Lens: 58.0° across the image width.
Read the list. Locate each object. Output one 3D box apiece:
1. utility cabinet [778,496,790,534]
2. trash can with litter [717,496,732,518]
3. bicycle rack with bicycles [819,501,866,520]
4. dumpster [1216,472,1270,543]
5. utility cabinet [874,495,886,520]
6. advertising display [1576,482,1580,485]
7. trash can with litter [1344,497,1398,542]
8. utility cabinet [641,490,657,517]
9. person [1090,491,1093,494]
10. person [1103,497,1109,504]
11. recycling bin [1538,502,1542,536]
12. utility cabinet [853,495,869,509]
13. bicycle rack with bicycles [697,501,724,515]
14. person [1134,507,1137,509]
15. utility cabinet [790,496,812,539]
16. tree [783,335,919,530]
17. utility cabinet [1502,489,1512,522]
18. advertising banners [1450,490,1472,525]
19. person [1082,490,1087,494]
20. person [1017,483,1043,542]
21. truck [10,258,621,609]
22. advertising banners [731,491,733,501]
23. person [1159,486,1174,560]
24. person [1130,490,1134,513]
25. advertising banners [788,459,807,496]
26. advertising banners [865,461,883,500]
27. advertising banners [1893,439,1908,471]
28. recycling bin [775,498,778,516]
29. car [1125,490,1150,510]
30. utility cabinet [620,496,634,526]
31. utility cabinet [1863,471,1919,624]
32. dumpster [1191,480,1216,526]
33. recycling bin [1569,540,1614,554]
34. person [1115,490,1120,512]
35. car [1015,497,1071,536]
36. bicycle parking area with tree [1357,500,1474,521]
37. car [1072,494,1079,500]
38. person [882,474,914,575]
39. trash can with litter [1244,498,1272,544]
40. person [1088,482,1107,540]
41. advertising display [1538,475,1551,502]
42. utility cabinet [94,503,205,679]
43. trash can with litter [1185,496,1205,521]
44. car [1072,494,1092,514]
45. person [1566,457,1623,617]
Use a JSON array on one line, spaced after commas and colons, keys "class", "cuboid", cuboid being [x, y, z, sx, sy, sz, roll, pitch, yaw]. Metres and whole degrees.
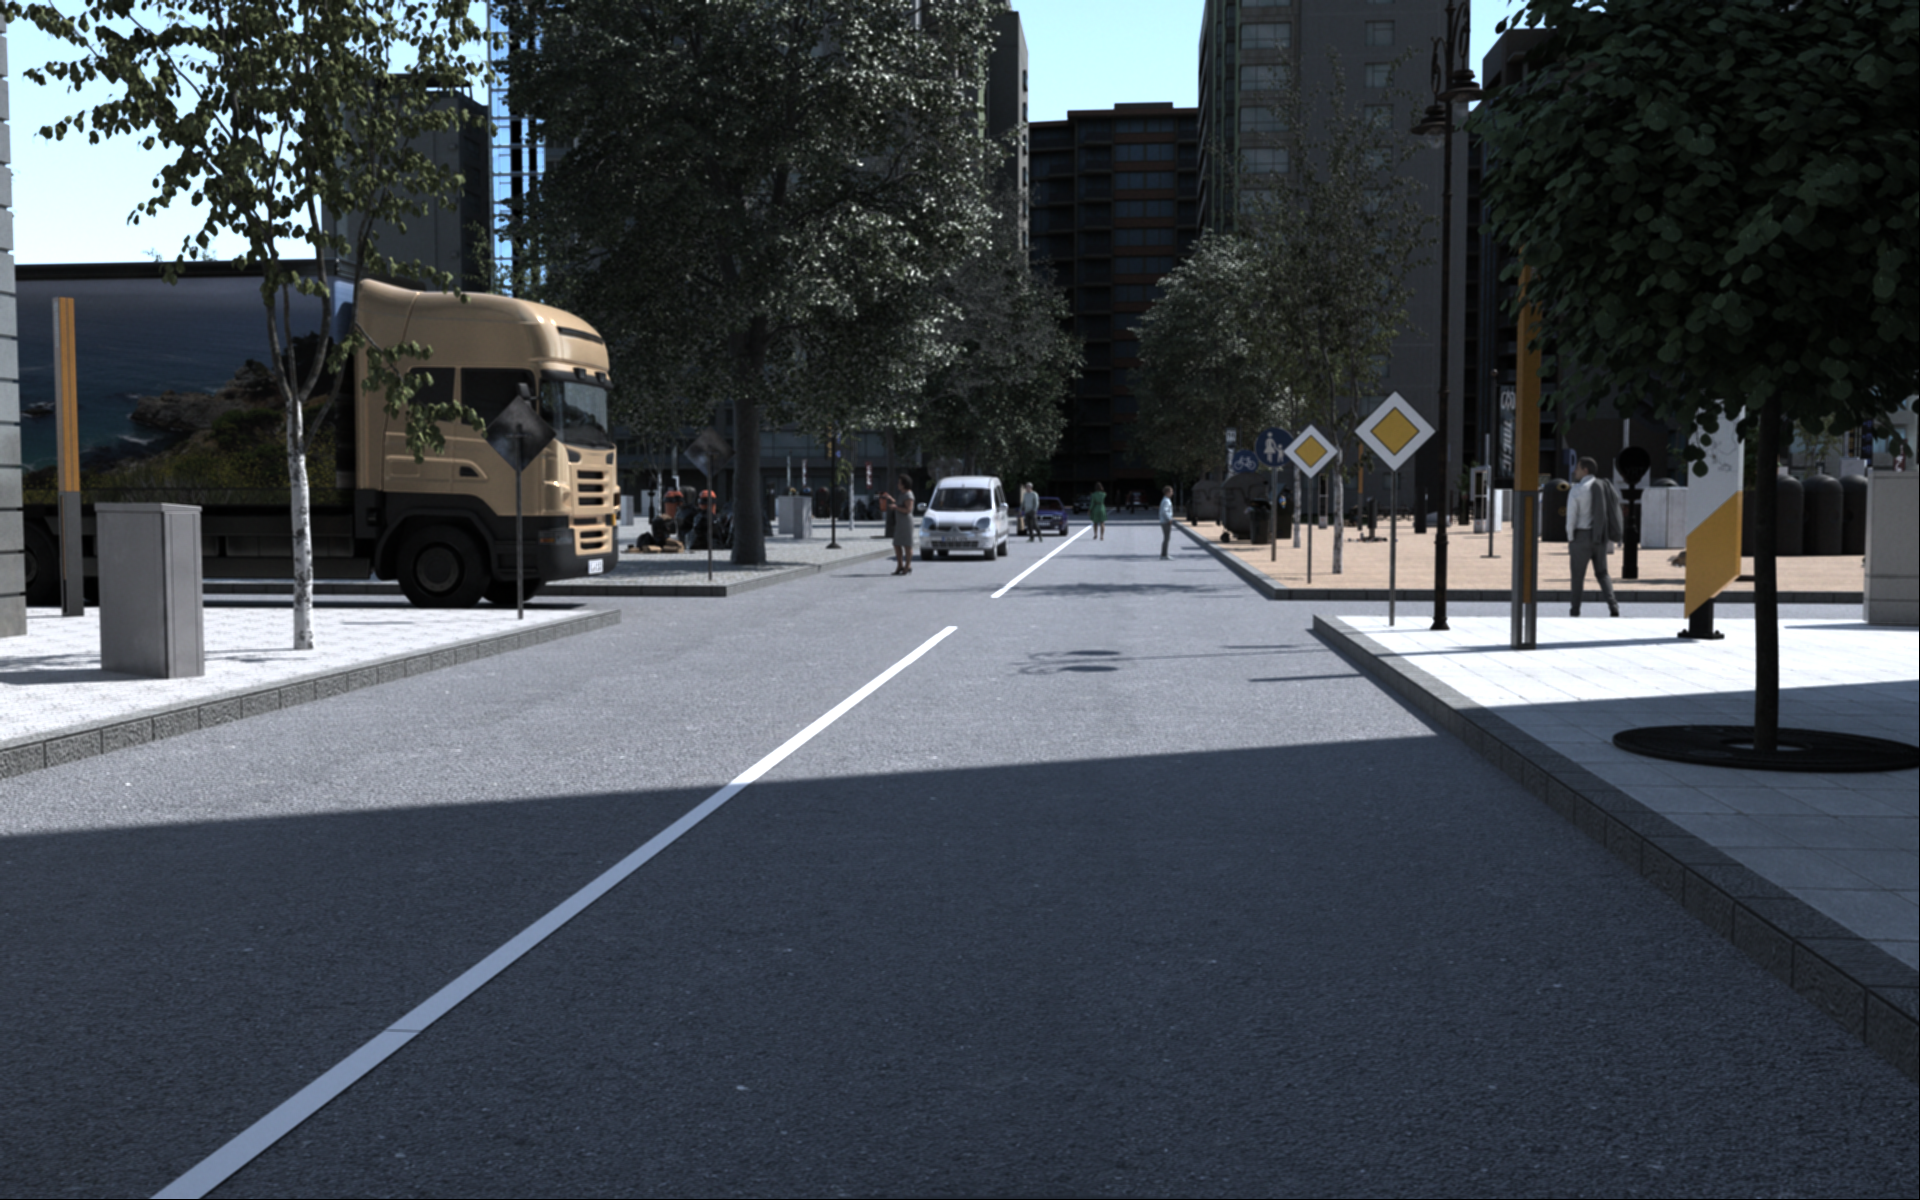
[{"class": "utility cabinet", "cuboid": [-5.370, -2.705, 55.395, 1.020, 1.237, 0.306, 3, 5, 42]}, {"class": "trash can with litter", "cuboid": [-12.458, -5.043, 93.505, 2.233, 1.210, 1.678, 2, 4, 25]}, {"class": "bicycle rack with bicycles", "cuboid": [-6.047, -4.562, 87.968, 2.852, 0.926, 2.925, 0, 4, 0]}, {"class": "dumpster", "cuboid": [7.574, -2.466, 46.082, 1.264, 1.857, 1.865, 0, 4, 6]}, {"class": "utility cabinet", "cuboid": [-3.760, -4.601, 86.390, 1.020, 1.237, 0.306, 0, 4, 4]}, {"class": "advertising display", "cuboid": [33.806, -5.495, 95.063, 0.974, 1.923, 0.123, 2, 4, 34]}, {"class": "trash can with litter", "cuboid": [10.998, -2.193, 46.906, 1.678, 1.210, 2.233, 1, 4, 22]}, {"class": "utility cabinet", "cuboid": [-17.205, -5.382, 96.668, 1.173, 1.500, 0.318, 2, 4, 24]}, {"class": "person", "cuboid": [12.810, -9.836, 170.113, 0.721, 1.735, 1.217, 2, 4, 25]}, {"class": "person", "cuboid": [12.534, -8.587, 152.156, 1.065, 1.426, 0.557, 0, 4, -6]}, {"class": "recycling bin", "cuboid": [17.930, -2.525, 53.830, 0.722, 1.027, 0.722, 3, 5, 43]}, {"class": "utility cabinet", "cuboid": [-5.603, -5.232, 96.711, 1.020, 1.237, 0.306, 2, 4, 28]}, {"class": "bicycle rack with bicycles", "cuboid": [-13.720, -5.070, 96.275, 2.925, 0.926, 2.852, 2, 4, 29]}, {"class": "person", "cuboid": [16.735, -9.540, 165.214, 1.217, 1.736, 0.721, 1, 4, 10]}, {"class": "utility cabinet", "cuboid": [-4.526, -2.372, 49.949, 0.306, 1.237, 1.020, 1, 4, 10]}, {"class": "tree", "cuboid": [-4.077, -6.766, 60.986, 4.737, 8.622, 4.395, 0, 3, 0]}, {"class": "utility cabinet", "cuboid": [24.916, -4.348, 79.771, 0.318, 1.500, 1.173, -2, 4, -33]}, {"class": "advertising banners", "cuboid": [20.027, -4.583, 71.113, 2.074, 3.025, 0.090, -1, 4, -9]}, {"class": "person", "cuboid": [11.401, -9.199, 158.931, 1.348, 1.821, 0.705, -1, 4, -19]}, {"class": "person", "cuboid": [2.065, -2.617, 51.767, 0.782, 1.767, 0.515, 3, 5, 40]}, {"class": "truck", "cuboid": [-9.442, -2.029, 22.092, 11.283, 4.237, 2.839, 0, 4, 7]}, {"class": "advertising banners", "cuboid": [-9.470, -4.725, 73.443, 0.090, 3.025, 2.074, 0, 4, 4]}, {"class": "person", "cuboid": [4.499, -1.674, 37.686, 0.330, 1.601, 0.589, 1, 4, 8]}, {"class": "person", "cuboid": [12.704, -7.257, 128.073, 0.530, 1.710, 0.541, 2, 4, 33]}, {"class": "advertising banners", "cuboid": [-8.178, -5.571, 87.273, 0.090, 3.025, 2.074, -2, 4, -32]}, {"class": "advertising banners", "cuboid": [-4.303, -5.896, 92.580, 2.074, 3.025, 0.090, -3, 5, -44]}, {"class": "advertising banners", "cuboid": [29.548, -3.638, 55.663, 0.090, 3.025, 2.074, -1, 4, -18]}, {"class": "recycling bin", "cuboid": [-10.146, -5.328, 99.672, 0.722, 1.027, 0.722, -3, 5, -40]}, {"class": "car", "cuboid": [16.322, -9.229, 159.561, 2.281, 1.827, 5.304, 0, 4, 6]}, {"class": "utility cabinet", "cuboid": [-13.510, -3.617, 70.298, 0.306, 1.237, 1.020, -2, 4, -25]}, {"class": "utility cabinet", "cuboid": [9.507, -0.503, 16.896, 1.173, 1.500, 0.318, 1, 4, 17]}, {"class": "dumpster", "cuboid": [10.008, -3.936, 70.105, 1.264, 1.857, 1.865, 0, 4, 6]}, {"class": "recycling bin", "cuboid": [13.576, -1.509, 37.227, 0.722, 1.027, 0.722, 0, 4, -5]}, {"class": "person", "cuboid": [12.273, -7.696, 134.874, 0.434, 1.755, 0.990, 0, 4, -3]}, {"class": "car", "cuboid": [2.903, -2.932, 60.512, 1.945, 1.354, 3.894, 0, 4, 4]}, {"class": "bicycle parking area with tree", "cuboid": [23.187, -6.017, 85.385, 9.016, 4.147, 8.231, 2, 4, 25]}, {"class": "car", "cuboid": [10.261, -8.094, 142.561, 2.015, 1.641, 3.980, 0, 4, 5]}, {"class": "person", "cuboid": [-1.102, -1.332, 30.643, 0.532, 1.782, 0.716, -1, 4, -20]}, {"class": "trash can with litter", "cuboid": [7.670, -2.005, 44.171, 0.624, 1.170, 1.055, 2, 4, 25]}, {"class": "person", "cuboid": [4.320, -2.772, 54.073, 0.600, 1.795, 0.529, -1, 4, -14]}, {"class": "advertising display", "cuboid": [20.040, -3.343, 59.872, 0.974, 1.923, 0.123, -2, 4, -32]}, {"class": "utility cabinet", "cuboid": [-5.789, -0.075, 12.389, 1.020, 1.237, 0.306, 3, 5, 40]}, {"class": "trash can with litter", "cuboid": [11.149, -4.298, 81.658, 1.055, 1.170, 0.624, 2, 4, 27]}, {"class": "car", "cuboid": [9.028, -6.981, 123.923, 2.009, 1.686, 4.222, 0, 4, 7]}, {"class": "person", "cuboid": [6.860, -0.620, 18.742, 0.679, 1.850, 0.850, -1, 4, -16]}]
